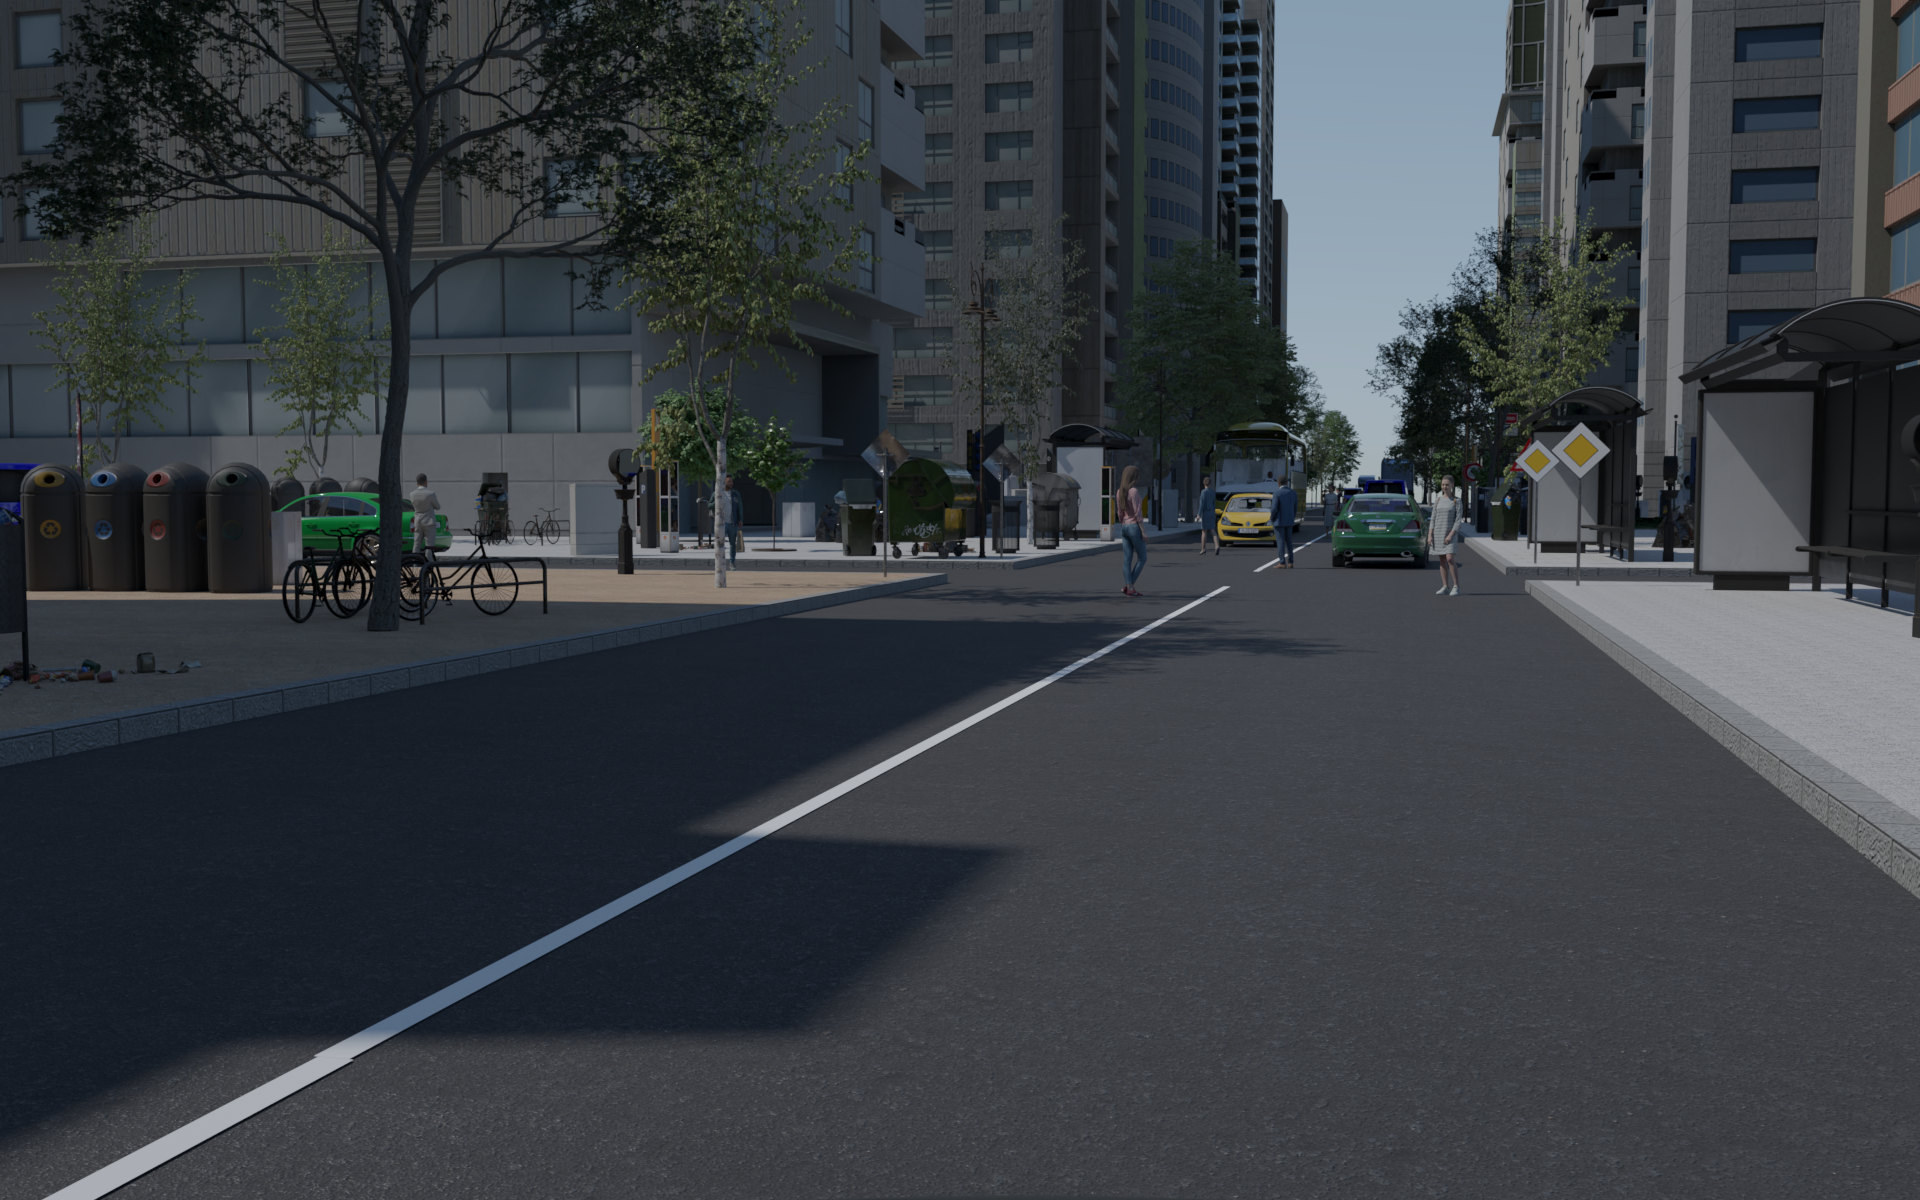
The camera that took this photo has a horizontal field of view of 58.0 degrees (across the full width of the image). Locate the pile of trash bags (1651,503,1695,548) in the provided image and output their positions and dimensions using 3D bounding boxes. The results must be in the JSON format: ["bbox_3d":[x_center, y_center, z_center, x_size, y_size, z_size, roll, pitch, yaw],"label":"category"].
[{"bbox_3d":[18.409,-1.958,41.762,3.447,1.369,1.912,-2,4,-34],"label":"pile of trash bags"}]

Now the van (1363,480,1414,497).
[{"bbox_3d":[18.829,-4.403,76.366,2.240,2.365,5.245,1,4,16],"label":"van"}]

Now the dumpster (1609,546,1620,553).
[{"bbox_3d":[14.225,-2.019,38.766,1.264,1.857,1.865,1,4,14],"label":"dumpster"}]

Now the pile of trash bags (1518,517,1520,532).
[{"bbox_3d":[19.429,-3.118,60.730,1.912,1.369,3.447,0,4,-2],"label":"pile of trash bags"}]

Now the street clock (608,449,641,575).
[{"bbox_3d":[-5.343,-1.410,27.631,0.358,2.002,0.471,3,5,44],"label":"street clock"}]

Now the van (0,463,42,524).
[{"bbox_3d":[-20.972,-1.876,35.058,5.245,2.365,2.240,1,4,14],"label":"van"}]

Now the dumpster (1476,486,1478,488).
[{"bbox_3d":[23.939,-4.441,78.366,1.264,1.857,1.865,1,4,14],"label":"dumpster"}]

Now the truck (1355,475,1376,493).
[{"bbox_3d":[59.377,-15.999,251.346,2.967,4.110,18.799,1,4,16],"label":"truck"}]

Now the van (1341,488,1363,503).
[{"bbox_3d":[37.563,-9.848,165.406,2.240,2.365,5.245,1,4,14],"label":"van"}]

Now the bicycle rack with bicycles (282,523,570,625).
[{"bbox_3d":[-5.828,-0.289,18.101,2.852,0.926,2.925,2,4,30],"label":"bicycle rack with bicycles"}]

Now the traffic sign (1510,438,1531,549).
[{"bbox_3d":[13.207,-2.456,40.166,0.884,2.594,0.081,1,4,21],"label":"traffic sign"}]

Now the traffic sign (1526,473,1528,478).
[{"bbox_3d":[22.803,-4.192,68.649,0.768,2.556,0.104,1,4,23],"label":"traffic sign"}]

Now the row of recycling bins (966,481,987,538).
[{"bbox_3d":[0.152,-2.749,52.063,1.069,1.692,3.534,1,4,9],"label":"row of recycling bins"}]

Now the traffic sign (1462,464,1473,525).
[{"bbox_3d":[21.061,-4.353,71.281,0.768,2.556,0.104,1,4,16],"label":"traffic sign"}]

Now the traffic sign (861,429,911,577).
[{"bbox_3d":[-1.148,-1.407,26.640,0.795,2.450,0.064,1,4,14],"label":"traffic sign"}]

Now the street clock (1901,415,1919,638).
[{"bbox_3d":[8.621,-0.661,15.371,0.471,2.002,0.358,0,4,4],"label":"street clock"}]

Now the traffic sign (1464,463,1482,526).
[{"bbox_3d":[20.823,-4.286,70.182,0.768,2.556,0.104,1,4,19],"label":"traffic sign"}]

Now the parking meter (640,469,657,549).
[{"bbox_3d":[-7.365,-2.151,40.874,0.255,1.863,0.399,-3,5,-39],"label":"parking meter"}]

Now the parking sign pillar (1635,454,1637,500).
[{"bbox_3d":[30.915,-5.654,80.910,1.447,3.967,1.447,-3,5,-40],"label":"parking sign pillar"}]

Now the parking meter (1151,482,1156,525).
[{"bbox_3d":[8.078,-4.006,71.204,0.255,1.863,0.399,-2,4,-32],"label":"parking meter"}]

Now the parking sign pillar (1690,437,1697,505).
[{"bbox_3d":[25.068,-4.270,58.289,1.447,3.967,1.447,0,4,-1],"label":"parking sign pillar"}]

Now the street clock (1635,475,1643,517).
[{"bbox_3d":[25.471,-3.701,65.079,0.358,2.002,0.471,3,4,36],"label":"street clock"}]

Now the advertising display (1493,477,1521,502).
[{"bbox_3d":[20.134,-3.580,63.748,0.974,1.923,0.123,0,4,8],"label":"advertising display"}]

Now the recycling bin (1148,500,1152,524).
[{"bbox_3d":[8.550,-3.779,74.335,0.722,1.027,0.722,3,4,36],"label":"recycling bin"}]

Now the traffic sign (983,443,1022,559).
[{"bbox_3d":[0.828,-1.880,34.378,0.795,2.450,0.064,1,4,14],"label":"traffic sign"}]

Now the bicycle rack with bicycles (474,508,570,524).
[{"bbox_3d":[-11.236,-1.862,43.822,2.852,0.926,2.925,1,4,11],"label":"bicycle rack with bicycles"}]

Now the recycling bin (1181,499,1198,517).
[{"bbox_3d":[12.959,-5.225,97.977,0.722,1.027,0.722,-2,4,-23],"label":"recycling bin"}]

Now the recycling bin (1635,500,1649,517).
[{"bbox_3d":[27.553,-3.550,70.604,0.722,1.027,0.722,-1,4,-9],"label":"recycling bin"}]

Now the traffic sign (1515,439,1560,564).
[{"bbox_3d":[10.604,-1.726,31.869,0.795,2.450,0.064,1,4,14],"label":"traffic sign"}]

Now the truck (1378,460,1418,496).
[{"bbox_3d":[31.363,-8.264,124.870,2.967,4.110,18.799,1,4,15],"label":"truck"}]

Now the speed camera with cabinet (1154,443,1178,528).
[{"bbox_3d":[7.969,-4.437,66.879,0.660,3.252,2.038,0,4,-4],"label":"speed camera with cabinet"}]

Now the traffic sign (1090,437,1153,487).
[{"bbox_3d":[5.753,-4.161,61.911,2.265,3.308,0.079,1,4,16],"label":"traffic sign"}]

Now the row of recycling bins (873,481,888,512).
[{"bbox_3d":[-2.322,-2.840,53.551,1.069,1.692,3.534,-3,5,-40],"label":"row of recycling bins"}]

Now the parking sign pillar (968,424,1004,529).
[{"bbox_3d":[0.982,-4.672,64.854,1.447,3.967,1.447,-1,4,-20],"label":"parking sign pillar"}]

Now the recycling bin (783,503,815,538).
[{"bbox_3d":[-4.789,-2.381,51.489,0.722,1.027,0.722,2,4,32],"label":"recycling bin"}]

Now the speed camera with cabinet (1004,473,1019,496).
[{"bbox_3d":[3.196,-5.725,87.936,2.038,3.252,0.660,-2,4,-24],"label":"speed camera with cabinet"}]

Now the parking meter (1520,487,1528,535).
[{"bbox_3d":[17.794,-2.811,54.376,0.372,1.533,0.369,0,3,0],"label":"parking meter"}]

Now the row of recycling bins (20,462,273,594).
[{"bbox_3d":[-10.755,-0.967,22.923,3.534,1.692,1.069,1,4,10],"label":"row of recycling bins"}]

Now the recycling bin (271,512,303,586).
[{"bbox_3d":[-9.803,-0.735,24.575,0.722,1.027,0.722,0,4,-3],"label":"recycling bin"}]

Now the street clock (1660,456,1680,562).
[{"bbox_3d":[13.422,-1.724,32.764,0.358,2.002,0.471,1,4,18],"label":"street clock"}]

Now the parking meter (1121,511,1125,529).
[{"bbox_3d":[6.039,-3.322,62.729,0.372,1.533,0.369,0,3,0],"label":"parking meter"}]

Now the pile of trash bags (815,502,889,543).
[{"bbox_3d":[-2.075,-2.241,46.390,3.447,1.369,1.912,-2,4,-24],"label":"pile of trash bags"}]

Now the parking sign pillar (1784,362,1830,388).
[{"bbox_3d":[15.957,-2.738,33.240,1.447,3.967,1.447,2,4,35],"label":"parking sign pillar"}]

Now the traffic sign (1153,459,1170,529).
[{"bbox_3d":[7.246,-3.846,62.990,0.768,2.556,0.104,1,4,19],"label":"traffic sign"}]

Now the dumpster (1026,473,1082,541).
[{"bbox_3d":[2.582,-2.578,47.916,1.264,1.857,1.865,1,4,14],"label":"dumpster"}]

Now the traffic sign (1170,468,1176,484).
[{"bbox_3d":[8.243,-4.055,68.426,0.606,2.300,0.079,1,4,19],"label":"traffic sign"}]

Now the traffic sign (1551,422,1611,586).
[{"bbox_3d":[8.628,-1.253,24.131,0.795,2.450,0.064,1,4,14],"label":"traffic sign"}]

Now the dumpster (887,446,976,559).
[{"bbox_3d":[-0.623,-1.977,34.810,1.502,2.255,1.985,1,4,14],"label":"dumpster"}]

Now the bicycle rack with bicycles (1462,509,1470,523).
[{"bbox_3d":[23.433,-3.807,75.630,2.925,0.926,2.852,1,4,11],"label":"bicycle rack with bicycles"}]

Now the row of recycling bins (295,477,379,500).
[{"bbox_3d":[-15.888,-2.147,42.214,3.534,1.692,1.069,-3,4,-36],"label":"row of recycling bins"}]

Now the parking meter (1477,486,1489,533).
[{"bbox_3d":[17.240,-2.977,57.084,0.372,1.533,0.369,0,3,0],"label":"parking meter"}]
